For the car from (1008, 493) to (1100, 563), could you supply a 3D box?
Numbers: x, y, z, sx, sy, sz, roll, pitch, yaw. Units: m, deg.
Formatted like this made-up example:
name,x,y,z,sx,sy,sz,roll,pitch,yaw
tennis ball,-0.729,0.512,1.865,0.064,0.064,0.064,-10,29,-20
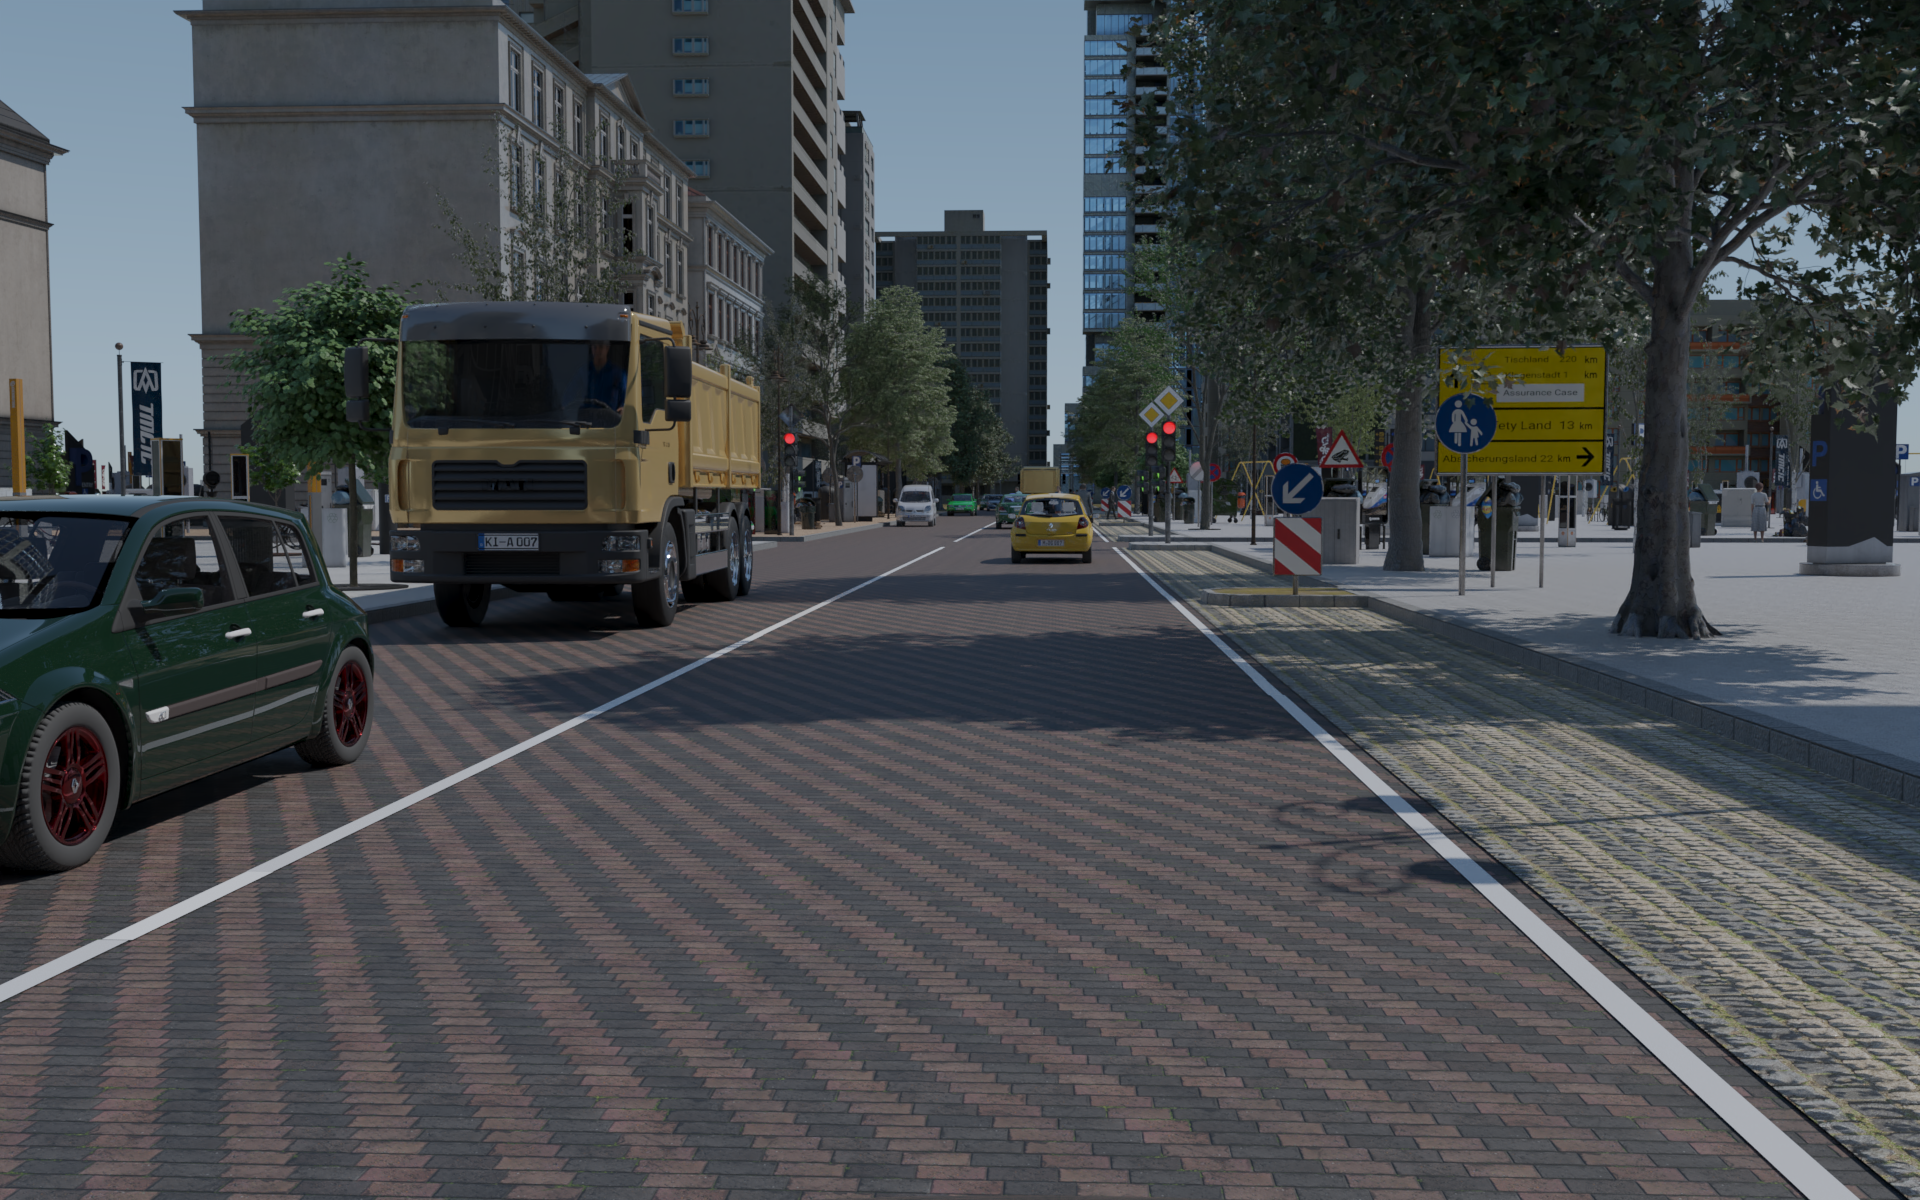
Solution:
name,x,y,z,sx,sy,sz,roll,pitch,yaw
car,2.009,-1.655,37.286,2.015,1.641,3.980,0,4,4

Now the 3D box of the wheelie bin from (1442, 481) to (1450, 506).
name,x,y,z,sx,sy,sz,roll,pitch,yaw
wheelie bin,12.173,-2.153,43.114,0.693,1.594,0.980,0,4,-4

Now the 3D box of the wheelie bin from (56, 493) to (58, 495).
name,x,y,z,sx,sy,sz,roll,pitch,yaw
wheelie bin,-47.755,-5.132,91.822,0.693,1.594,0.980,2,4,27

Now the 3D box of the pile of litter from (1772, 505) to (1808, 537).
name,x,y,z,sx,sy,sz,roll,pitch,yaw
pile of litter,25.089,-2.330,52.064,1.176,0.858,1.719,-1,4,-13

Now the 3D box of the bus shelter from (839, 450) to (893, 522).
name,x,y,z,sx,sy,sz,roll,pitch,yaw
bus shelter,-4.461,-5.432,82.741,2.014,3.302,5.546,0,4,3

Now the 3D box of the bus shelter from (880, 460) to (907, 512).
name,x,y,z,sx,sy,sz,roll,pitch,yaw
bus shelter,-4.539,-8.049,122.884,1.731,3.624,6.357,0,4,3

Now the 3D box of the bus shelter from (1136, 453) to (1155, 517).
name,x,y,z,sx,sy,sz,roll,pitch,yaw
bus shelter,11.278,-6.710,100.989,1.731,3.624,6.357,0,4,3

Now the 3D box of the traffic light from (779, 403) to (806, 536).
name,x,y,z,sx,sy,sz,roll,pitch,yaw
traffic light,-5.184,-3.943,53.397,0.839,4.253,0.868,0,4,3

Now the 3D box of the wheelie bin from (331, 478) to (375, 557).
name,x,y,z,sx,sy,sz,roll,pitch,yaw
wheelie bin,-12.356,-1.671,35.224,0.693,1.594,0.980,0,4,4

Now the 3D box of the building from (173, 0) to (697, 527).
name,x,y,z,sx,sy,sz,roll,pitch,yaw
building,-21.596,-16.131,82.831,14.460,24.649,34.723,0,4,3

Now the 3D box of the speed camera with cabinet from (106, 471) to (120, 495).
name,x,y,z,sx,sy,sz,roll,pitch,yaw
speed camera with cabinet,-34.288,-4.658,70.488,0.660,3.252,2.038,-2,4,-35

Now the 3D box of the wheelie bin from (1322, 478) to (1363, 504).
name,x,y,z,sx,sy,sz,roll,pitch,yaw
wheelie bin,7.544,-1.618,34.355,0.980,1.594,0.693,-1,4,-13

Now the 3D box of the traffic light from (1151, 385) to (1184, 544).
name,x,y,z,sx,sy,sz,roll,pitch,yaw
traffic light,5.373,-3.420,44.838,0.839,4.253,0.868,0,4,3

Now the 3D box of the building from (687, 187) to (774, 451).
name,x,y,z,sx,sy,sz,roll,pitch,yaw
building,-19.272,-16.791,110.695,11.583,22.565,21.152,0,4,3

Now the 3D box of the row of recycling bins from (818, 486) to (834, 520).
name,x,y,z,sx,sy,sz,roll,pitch,yaw
row of recycling bins,-6.268,-4.904,87.289,1.069,1.692,3.534,1,4,17

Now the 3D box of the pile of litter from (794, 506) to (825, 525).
name,x,y,z,sx,sy,sz,roll,pitch,yaw
pile of litter,-6.461,-3.633,73.366,1.719,0.858,1.176,-2,4,-28

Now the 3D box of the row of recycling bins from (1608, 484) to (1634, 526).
name,x,y,z,sx,sy,sz,roll,pitch,yaw
row of recycling bins,27.209,-3.814,69.476,1.069,1.692,3.534,-1,4,-10

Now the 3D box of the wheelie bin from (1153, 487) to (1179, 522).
name,x,y,z,sx,sy,sz,roll,pitch,yaw
wheelie bin,9.226,-4.332,78.739,0.980,1.594,0.693,-2,4,-23

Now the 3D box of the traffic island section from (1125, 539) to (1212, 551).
name,x,y,z,sx,sy,sz,roll,pitch,yaw
traffic island section,5.413,-1.386,44.950,2.009,0.180,2.903,0,4,3

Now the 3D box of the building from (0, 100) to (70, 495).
name,x,y,z,sx,sy,sz,roll,pitch,yaw
building,-48.794,-12.643,71.342,19.286,19.102,10.561,0,4,3

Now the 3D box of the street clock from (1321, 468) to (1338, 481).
name,x,y,z,sx,sy,sz,roll,pitch,yaw
street clock,7.824,-1.964,36.689,0.358,2.002,0.471,2,4,30

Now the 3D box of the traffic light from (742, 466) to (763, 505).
name,x,y,z,sx,sy,sz,roll,pitch,yaw
traffic light,-5.622,-3.456,45.424,0.839,4.253,0.868,0,4,3

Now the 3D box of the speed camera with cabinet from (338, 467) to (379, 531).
name,x,y,z,sx,sy,sz,roll,pitch,yaw
speed camera with cabinet,-20.431,-3.993,59.629,0.660,3.252,2.038,2,4,28

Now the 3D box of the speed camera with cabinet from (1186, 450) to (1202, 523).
name,x,y,z,sx,sy,sz,roll,pitch,yaw
speed camera with cabinet,10.426,-5.058,77.032,0.660,3.252,2.038,0,4,6

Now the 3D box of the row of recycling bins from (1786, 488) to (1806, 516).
name,x,y,z,sx,sy,sz,roll,pitch,yaw
row of recycling bins,50.777,-5.833,102.485,3.534,1.692,1.069,3,5,41

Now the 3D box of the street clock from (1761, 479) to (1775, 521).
name,x,y,z,sx,sy,sz,roll,pitch,yaw
street clock,38.083,-4.725,81.823,0.471,2.002,0.358,2,4,31

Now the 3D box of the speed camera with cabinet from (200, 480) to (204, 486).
name,x,y,z,sx,sy,sz,roll,pitch,yaw
speed camera with cabinet,-45.193,-6.806,105.613,2.038,3.252,0.660,-3,5,-42

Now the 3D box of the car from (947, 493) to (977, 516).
name,x,y,z,sx,sy,sz,roll,pitch,yaw
car,0.149,-6.389,113.262,1.959,1.807,4.718,0,4,4

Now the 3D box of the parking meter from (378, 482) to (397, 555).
name,x,y,z,sx,sy,sz,roll,pitch,yaw
parking meter,-12.167,-1.739,36.844,0.372,1.533,0.369,0,3,0

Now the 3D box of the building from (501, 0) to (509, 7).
name,x,y,z,sx,sy,sz,roll,pitch,yaw
building,-37.788,-39.280,184.225,28.212,58.520,21.231,0,4,3

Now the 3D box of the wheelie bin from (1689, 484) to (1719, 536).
name,x,y,z,sx,sy,sz,roll,pitch,yaw
wheelie bin,22.884,-2.780,53.367,0.980,1.594,0.693,-2,4,-35

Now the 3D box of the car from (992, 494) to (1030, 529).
name,x,y,z,sx,sy,sz,roll,pitch,yaw
car,2.399,-3.707,72.400,2.131,1.459,4.920,0,4,1

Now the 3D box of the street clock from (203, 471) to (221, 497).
name,x,y,z,sx,sy,sz,roll,pitch,yaw
street clock,-23.349,-3.028,54.074,0.471,2.002,0.358,-3,5,-43

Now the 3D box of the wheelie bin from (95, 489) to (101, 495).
name,x,y,z,sx,sy,sz,roll,pitch,yaw
wheelie bin,-50.378,-5.682,100.811,0.980,1.594,0.693,1,4,10

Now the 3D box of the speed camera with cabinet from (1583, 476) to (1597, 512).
name,x,y,z,sx,sy,sz,roll,pitch,yaw
speed camera with cabinet,39.189,-7.051,109.617,2.038,3.252,0.660,3,5,41

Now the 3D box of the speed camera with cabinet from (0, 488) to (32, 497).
name,x,y,z,sx,sy,sz,roll,pitch,yaw
speed camera with cabinet,-25.889,-3.170,46.164,0.660,3.252,2.038,2,4,30

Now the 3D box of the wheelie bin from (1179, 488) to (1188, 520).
name,x,y,z,sx,sy,sz,roll,pitch,yaw
wheelie bin,10.789,-4.717,85.025,0.980,1.594,0.693,3,4,36

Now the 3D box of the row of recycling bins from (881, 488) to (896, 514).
name,x,y,z,sx,sy,sz,roll,pitch,yaw
row of recycling bins,-4.422,-6.455,112.659,3.534,1.692,1.069,-1,4,-16

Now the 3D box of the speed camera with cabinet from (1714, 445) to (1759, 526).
name,x,y,z,sx,sy,sz,roll,pitch,yaw
speed camera with cabinet,30.957,-4.601,69.564,2.038,3.252,0.660,0,4,1

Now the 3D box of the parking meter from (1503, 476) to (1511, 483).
name,x,y,z,sx,sy,sz,roll,pitch,yaw
parking meter,13.242,-2.235,42.248,0.255,1.863,0.399,3,5,39

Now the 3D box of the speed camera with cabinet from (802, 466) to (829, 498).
name,x,y,z,sx,sy,sz,roll,pitch,yaw
speed camera with cabinet,-10.190,-7.886,123.266,2.038,3.252,0.660,1,4,21

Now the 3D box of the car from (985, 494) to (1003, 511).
name,x,y,z,sx,sy,sz,roll,pitch,yaw
car,3.124,-8.156,145.349,2.014,1.417,4.499,0,4,2

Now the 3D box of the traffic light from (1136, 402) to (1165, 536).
name,x,y,z,sx,sy,sz,roll,pitch,yaw
traffic light,5.811,-3.908,52.811,0.839,4.253,0.868,0,4,3

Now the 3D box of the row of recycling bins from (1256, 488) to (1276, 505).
name,x,y,z,sx,sy,sz,roll,pitch,yaw
row of recycling bins,22.143,-6.942,120.615,3.534,1.692,1.069,0,4,7

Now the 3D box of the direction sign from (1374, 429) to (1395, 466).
name,x,y,z,sx,sy,sz,roll,pitch,yaw
direction sign,14.782,-4.157,59.971,0.876,3.537,0.379,2,4,24

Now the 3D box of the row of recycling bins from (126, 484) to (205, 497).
name,x,y,z,sx,sy,sz,roll,pitch,yaw
row of recycling bins,-31.560,-3.779,68.903,1.069,1.692,3.534,2,4,32

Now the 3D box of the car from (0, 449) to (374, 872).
name,x,y,z,sx,sy,sz,roll,pitch,yaw
car,-4.140,0.119,7.848,2.009,1.686,4.222,0,4,3

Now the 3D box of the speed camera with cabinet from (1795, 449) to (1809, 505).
name,x,y,z,sx,sy,sz,roll,pitch,yaw
speed camera with cabinet,36.935,-4.914,74.685,0.660,3.252,2.038,-1,4,-21

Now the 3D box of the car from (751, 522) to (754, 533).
name,x,y,z,sx,sy,sz,roll,pitch,yaw
car,-8.307,-2.514,49.902,4.718,1.807,1.959,0,4,3

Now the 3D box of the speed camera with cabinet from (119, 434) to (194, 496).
name,x,y,z,sx,sy,sz,roll,pitch,yaw
speed camera with cabinet,-26.328,-3.826,56.885,2.038,3.252,0.660,-1,4,-8

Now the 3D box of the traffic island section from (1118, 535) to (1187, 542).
name,x,y,z,sx,sy,sz,roll,pitch,yaw
traffic island section,5.851,-1.874,52.923,2.009,0.180,2.903,0,4,3

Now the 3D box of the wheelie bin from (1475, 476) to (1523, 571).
name,x,y,z,sx,sy,sz,roll,pitch,yaw
wheelie bin,9.052,-1.294,29.072,0.693,1.594,0.980,2,4,27

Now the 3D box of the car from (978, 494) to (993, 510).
name,x,y,z,sx,sy,sz,roll,pitch,yaw
car,2.706,-8.698,154.009,2.131,1.459,4.920,0,4,4

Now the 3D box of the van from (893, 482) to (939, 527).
name,x,y,z,sx,sy,sz,roll,pitch,yaw
van,-1.943,-4.302,77.351,2.013,2.044,4.112,0,4,1

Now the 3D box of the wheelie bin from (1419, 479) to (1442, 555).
name,x,y,z,sx,sy,sz,roll,pitch,yaw
wheelie bin,10.000,-1.862,38.358,0.693,1.594,0.980,-2,4,-25

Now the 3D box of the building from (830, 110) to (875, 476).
name,x,y,z,sx,sy,sz,roll,pitch,yaw
building,-16.472,-30.803,187.222,14.086,41.232,14.154,0,4,3
